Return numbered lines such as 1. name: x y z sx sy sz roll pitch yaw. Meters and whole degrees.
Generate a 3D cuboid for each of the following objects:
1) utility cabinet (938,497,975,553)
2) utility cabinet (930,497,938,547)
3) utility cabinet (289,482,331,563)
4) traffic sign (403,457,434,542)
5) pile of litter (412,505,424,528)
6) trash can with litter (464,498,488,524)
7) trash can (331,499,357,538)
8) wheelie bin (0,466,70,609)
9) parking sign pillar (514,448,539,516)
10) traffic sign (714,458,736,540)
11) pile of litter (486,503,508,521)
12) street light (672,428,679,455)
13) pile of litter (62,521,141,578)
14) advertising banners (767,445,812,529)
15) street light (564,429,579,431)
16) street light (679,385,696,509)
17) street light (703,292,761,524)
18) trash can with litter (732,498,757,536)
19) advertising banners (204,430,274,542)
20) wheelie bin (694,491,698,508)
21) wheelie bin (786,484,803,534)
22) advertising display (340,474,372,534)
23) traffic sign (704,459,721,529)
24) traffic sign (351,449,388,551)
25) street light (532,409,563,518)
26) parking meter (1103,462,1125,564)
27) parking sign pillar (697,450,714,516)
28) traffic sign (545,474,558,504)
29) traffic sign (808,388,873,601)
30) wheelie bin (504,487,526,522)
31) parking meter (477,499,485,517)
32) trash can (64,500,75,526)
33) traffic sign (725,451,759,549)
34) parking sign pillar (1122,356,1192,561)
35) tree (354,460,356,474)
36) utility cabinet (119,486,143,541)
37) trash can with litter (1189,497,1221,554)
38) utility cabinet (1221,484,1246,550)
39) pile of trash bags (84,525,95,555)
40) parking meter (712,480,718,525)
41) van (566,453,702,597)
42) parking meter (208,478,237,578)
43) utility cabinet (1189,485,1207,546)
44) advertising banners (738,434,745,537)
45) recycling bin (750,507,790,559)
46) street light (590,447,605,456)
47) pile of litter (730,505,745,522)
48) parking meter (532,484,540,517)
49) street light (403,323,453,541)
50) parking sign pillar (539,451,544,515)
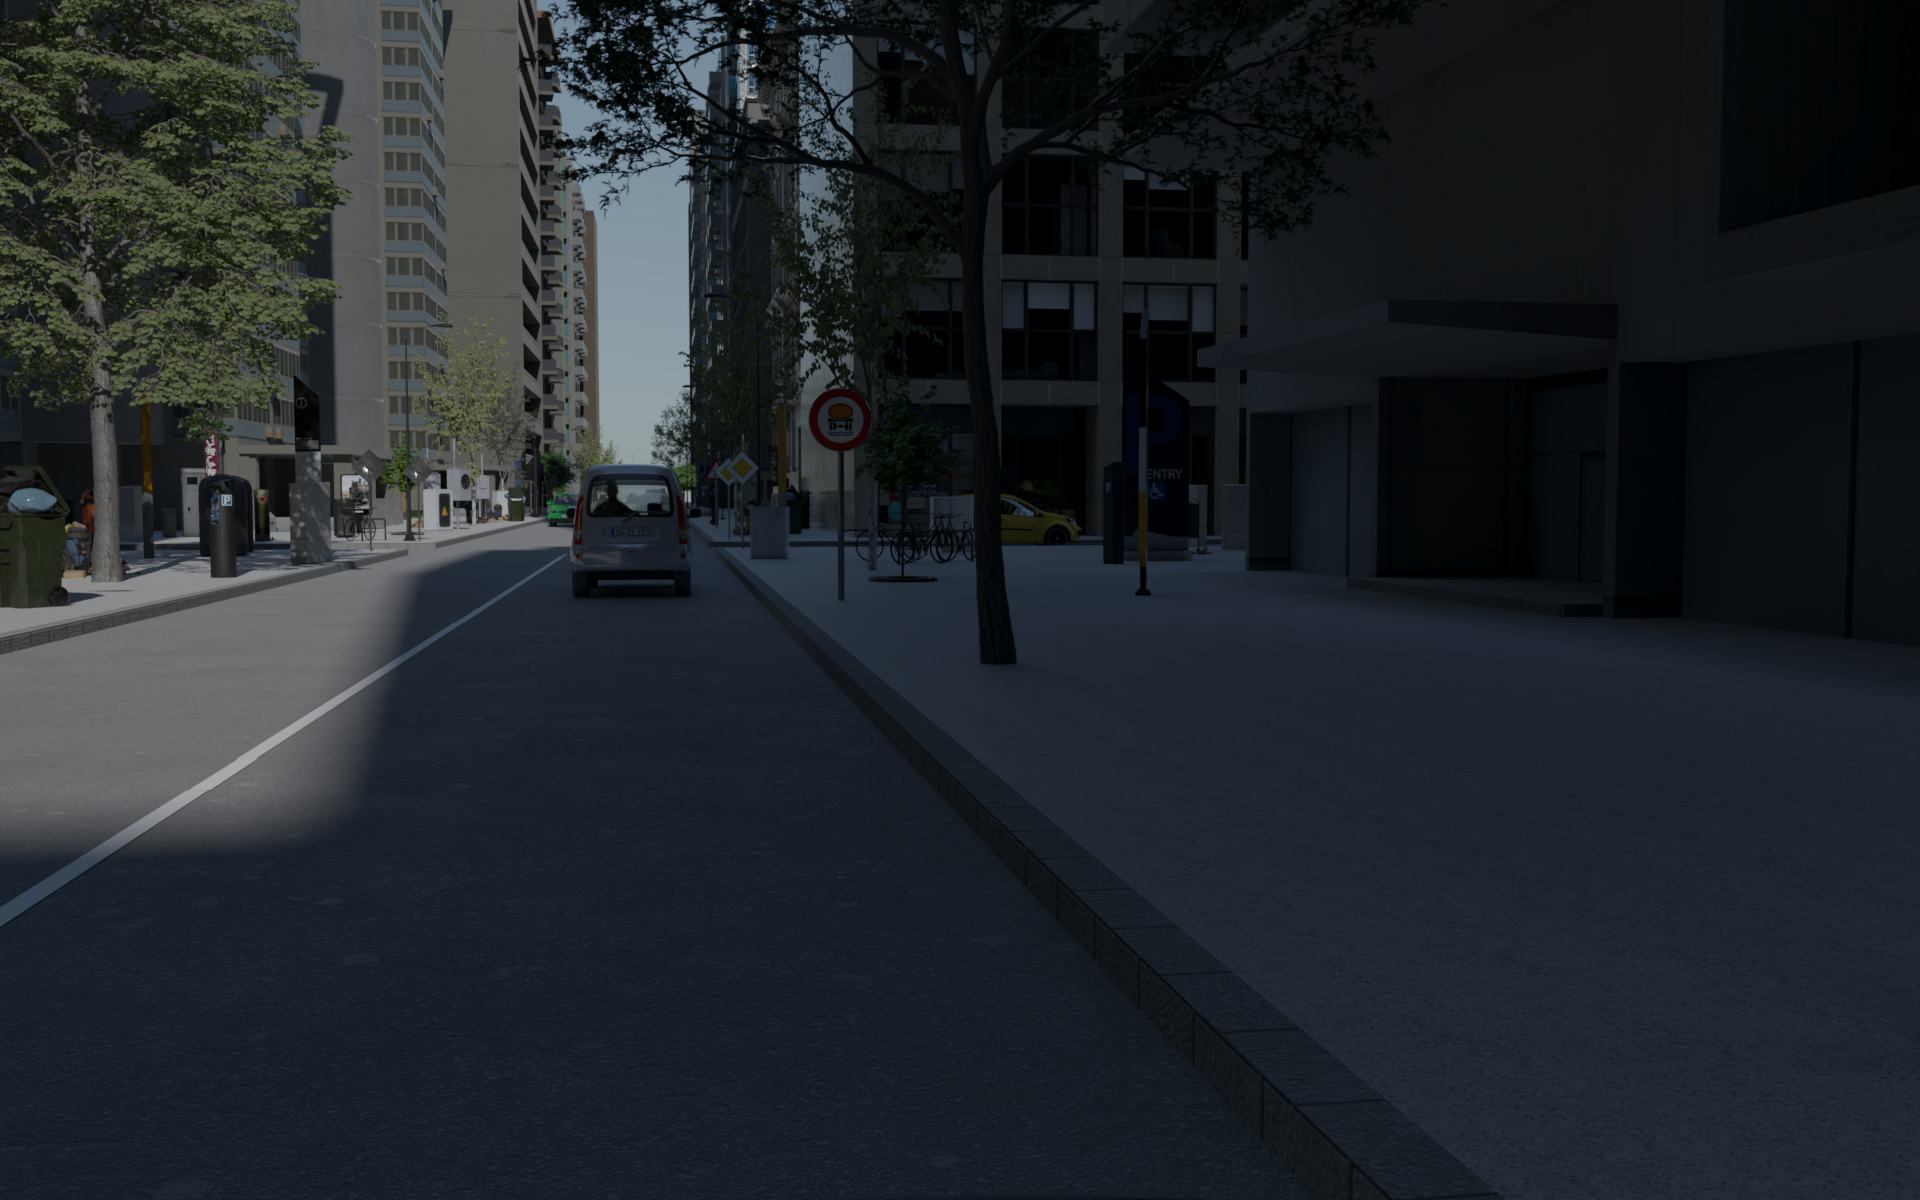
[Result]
1. utility cabinet: 0.012 -1.650 38.147 0.306 1.237 1.020 3 4 37
2. utility cabinet: -0.198 -1.883 41.941 1.020 1.237 0.306 -1 4 -20
3. utility cabinet: -12.035 -1.430 32.064 0.318 1.500 1.173 0 4 1
4. traffic sign: -14.596 -2.634 46.712 0.795 2.450 0.064 -1 4 -10
5. pile of litter: -20.550 -3.202 66.326 1.176 0.858 1.719 0 4 3
6. trash can with litter: -21.083 -3.925 75.559 1.055 1.170 0.624 1 4 16
7. trash can: -18.058 -2.395 50.806 0.748 1.137 0.748 0 3 0
8. wheelie bin: -10.568 -0.716 19.617 0.980 1.594 0.693 2 4 26
9. parking sign pillar: -25.318 -6.808 99.786 1.447 3.967 1.447 0 4 -3
10. traffic sign: -6.420 -2.719 48.105 0.795 2.450 0.064 -1 4 -10
11. pile of litter: -22.262 -4.287 84.050 1.719 0.858 1.176 -2 4 -29
12. street light: -19.351 -9.111 121.502 1.470 5.913 1.316 -1 4 -10
13. pile of litter: -13.570 -0.803 27.093 1.176 0.858 1.719 2 4 29
14. advertising banners: -6.207 -4.093 63.103 0.090 3.025 2.074 3 5 44
15. street light: -27.646 -9.182 122.670 1.470 5.913 1.316 -1 4 -10
16. street light: -11.109 -6.197 73.863 1.470 5.913 1.316 -1 4 -10
17. street light: -5.215 -4.136 40.161 1.470 5.913 1.316 -1 4 -10
18. trash can with litter: -6.638 -2.582 53.610 1.055 1.170 0.624 2 4 35
19. advertising banners: -19.273 -3.057 46.168 0.090 3.025 2.074 2 4 34
20. wheelie bin: -15.455 -5.820 103.058 0.693 1.594 0.980 -1 4 -13
21. wheelie bin: -5.403 -2.913 55.543 0.693 1.594 0.980 -1 4 -11
22. advertising display: -19.594 -3.120 56.226 0.974 1.923 0.123 -2 4 -31
23. traffic sign: -8.927 -3.883 63.491 0.884 2.594 0.081 -1 4 -9
24. traffic sign: -13.230 -2.153 38.844 0.795 2.450 0.064 -1 4 -10
25. street light: -22.693 -7.469 94.657 1.470 5.913 1.316 -1 4 -10
26. parking meter: 2.815 -1.592 31.739 0.255 1.863 0.399 -2 4 -27
27. parking sign pillar: -14.826 -6.891 101.145 1.447 3.967 1.447 -3 4 -38
28. traffic sign: -26.148 -6.775 110.870 0.768 2.556 0.104 0 4 -1
29. traffic sign: -1.432 -1.268 20.830 0.768 2.556 0.104 0 4 -2
30. wheelie bin: -21.151 -4.573 82.675 0.980 1.594 0.693 3 4 39
31. parking meter: -25.095 -5.036 90.745 0.372 1.533 0.369 0 3 0
32. trash can: -23.461 -2.052 45.197 0.748 1.137 0.748 0 3 0
33. traffic sign: -5.054 -2.238 40.237 0.795 2.450 0.064 -1 4 -10
34. parking sign pillar: 3.797 -2.761 33.609 1.447 3.967 1.447 0 4 6
35. tree: -30.010 -5.609 86.315 1.663 3.219 1.824 0 3 0
36. utility cabinet: -22.505 -2.345 47.021 1.173 1.500 0.318 3 5 44
37. trash can with litter: 4.484 -1.597 37.170 2.233 1.210 1.678 1 4 9
38. utility cabinet: 6.544 -1.873 39.300 1.173 1.500 0.318 1 4 21
39. pile of trash bags: -19.254 -1.575 35.507 3.447 1.369 1.912 -3 5 -40
40. parking meter: -10.112 -4.023 71.492 0.255 1.863 0.399 0 4 -6
41. van: -4.813 -1.133 25.537 2.013 2.044 4.112 -1 4 -9
42. parking meter: -11.321 -1.112 26.588 0.372 1.533 0.369 0 3 0
43. utility cabinet: 5.585 -2.065 42.436 0.318 1.500 1.173 -2 4 -26
44. advertising banners: -6.440 -3.358 51.099 0.090 3.025 2.074 -1 4 -11
45. recycling bin: -3.783 -1.343 34.508 0.722 1.027 0.722 0 4 0
46. street light: -35.875 -12.084 170.118 1.470 5.913 1.316 -1 4 -10
47. pile of litter: -9.890 -4.037 79.975 1.719 0.858 1.176 3 5 44
48. parking meter: -24.085 -5.668 98.382 0.399 1.863 0.255 -1 4 -19
49. street light: -14.456 -4.559 47.083 1.470 5.913 1.316 -1 4 -10
50. parking sign pillar: -26.486 -7.309 107.966 1.447 3.967 1.447 3 4 39
